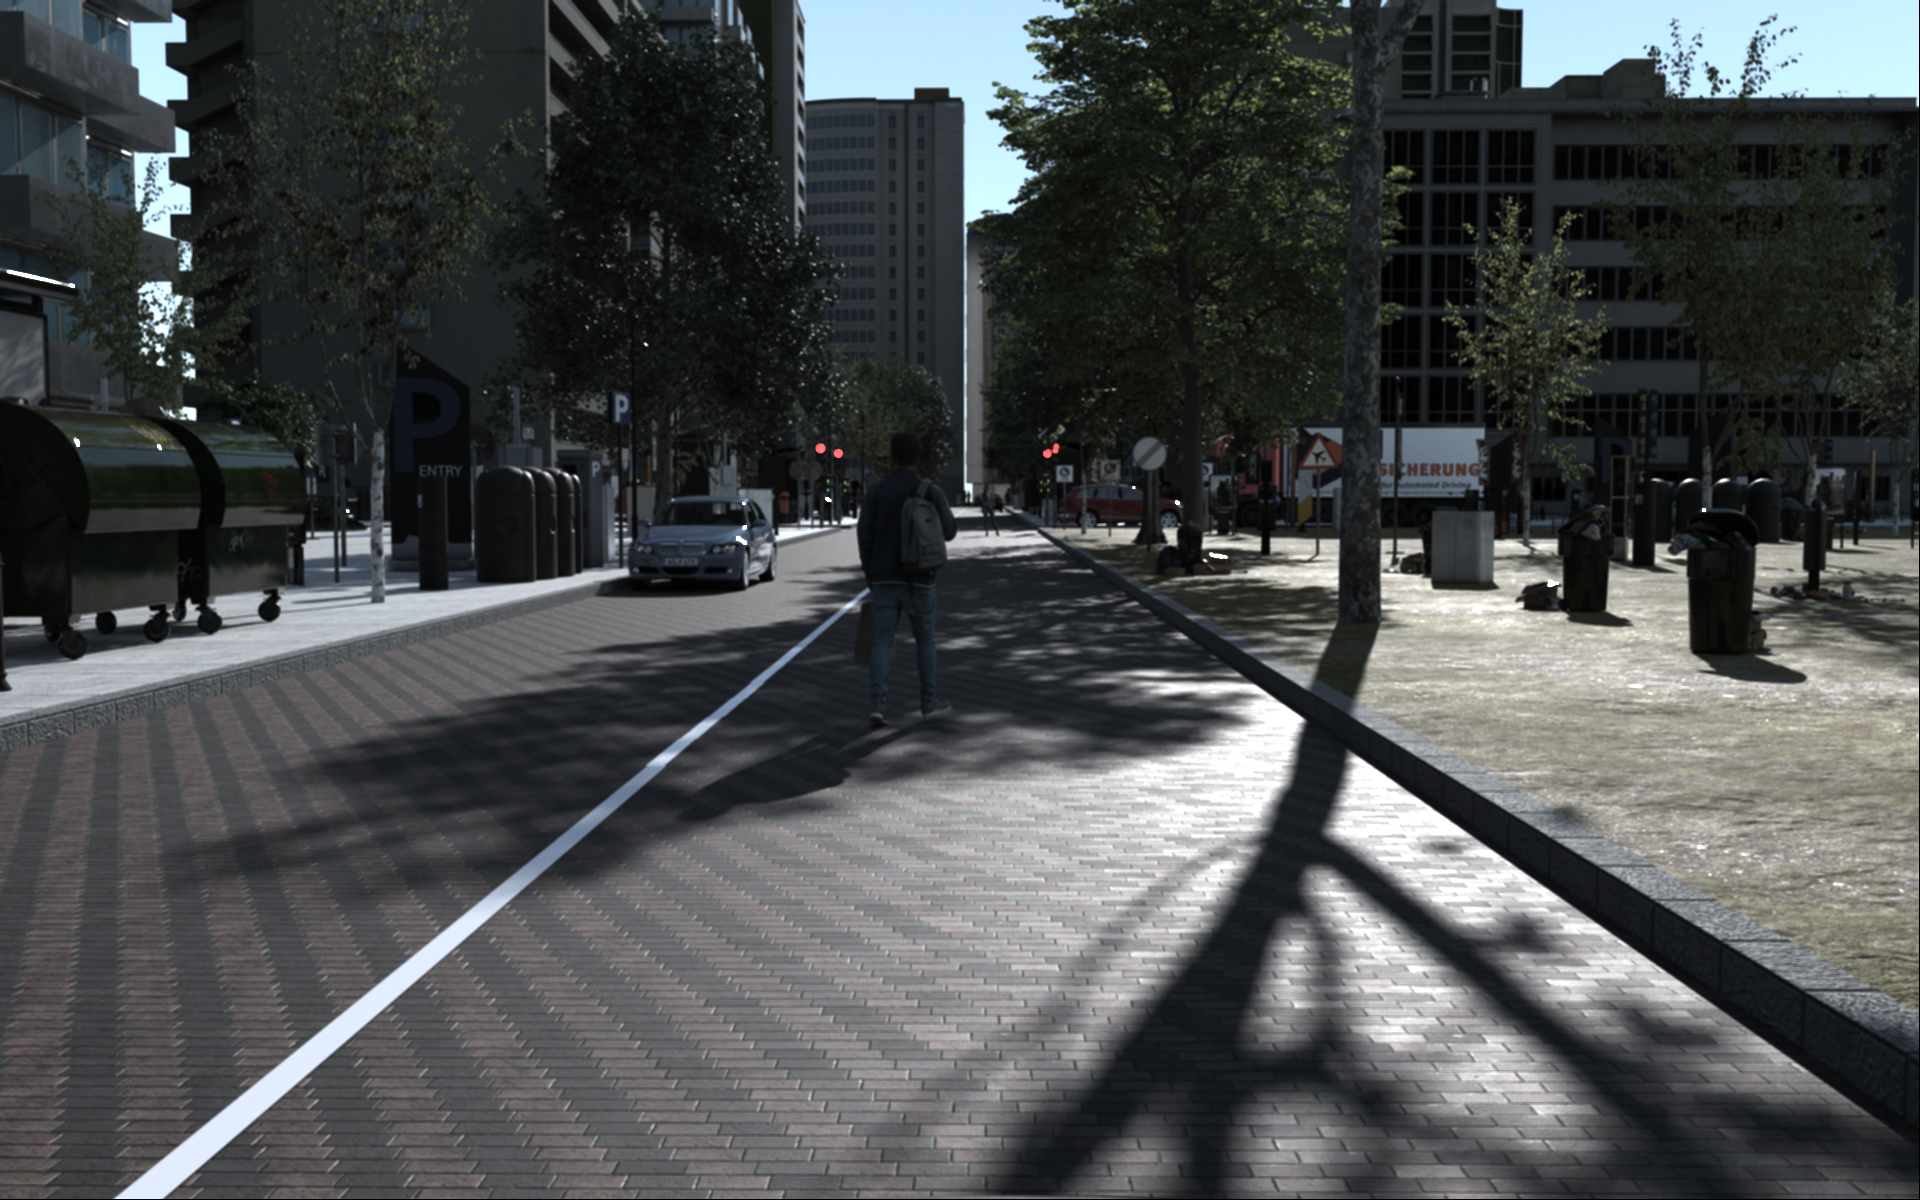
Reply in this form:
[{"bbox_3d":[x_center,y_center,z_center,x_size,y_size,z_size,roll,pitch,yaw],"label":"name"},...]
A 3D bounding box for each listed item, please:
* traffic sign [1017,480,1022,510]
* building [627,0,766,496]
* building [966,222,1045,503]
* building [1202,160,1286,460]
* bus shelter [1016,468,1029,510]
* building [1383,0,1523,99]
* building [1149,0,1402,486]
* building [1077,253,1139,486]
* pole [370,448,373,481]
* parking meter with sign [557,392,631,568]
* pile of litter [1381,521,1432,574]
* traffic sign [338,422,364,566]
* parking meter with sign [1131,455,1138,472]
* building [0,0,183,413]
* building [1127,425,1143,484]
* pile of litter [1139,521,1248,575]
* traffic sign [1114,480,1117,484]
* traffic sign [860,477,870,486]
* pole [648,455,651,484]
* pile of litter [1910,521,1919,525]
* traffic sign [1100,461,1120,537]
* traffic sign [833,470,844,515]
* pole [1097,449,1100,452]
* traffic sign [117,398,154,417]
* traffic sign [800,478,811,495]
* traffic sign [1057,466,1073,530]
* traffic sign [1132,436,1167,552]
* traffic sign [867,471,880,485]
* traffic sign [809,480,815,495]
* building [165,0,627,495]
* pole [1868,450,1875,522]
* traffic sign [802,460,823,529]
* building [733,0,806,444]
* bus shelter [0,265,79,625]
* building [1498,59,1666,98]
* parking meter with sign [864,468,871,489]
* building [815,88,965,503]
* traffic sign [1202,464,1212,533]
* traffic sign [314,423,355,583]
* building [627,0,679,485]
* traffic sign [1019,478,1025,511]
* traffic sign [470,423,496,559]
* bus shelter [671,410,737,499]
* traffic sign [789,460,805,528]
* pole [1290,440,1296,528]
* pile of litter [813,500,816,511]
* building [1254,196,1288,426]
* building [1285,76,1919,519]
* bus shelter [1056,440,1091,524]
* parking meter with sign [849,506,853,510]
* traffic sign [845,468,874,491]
[{"bbox_3d":[5.057,-8.640,141.363,0.768,2.556,0.104,0,4,4],"label":"traffic sign"},{"bbox_3d":[-30.496,-33.256,163.349,23.786,49.044,30.456,0,4,1],"label":"building"},{"bbox_3d":[7.825,-34.804,252.637,14.086,41.232,14.154,0,4,1],"label":"building"},{"bbox_3d":[26.278,-21.292,135.518,14.401,28.519,23.554,0,4,1],"label":"building"},{"bbox_3d":[5.485,-8.770,137.315,2.014,3.302,5.546,0,4,1],"label":"bus shelter"},{"bbox_3d":[70.790,-49.841,253.145,20.611,71.187,20.563,0,4,1],"label":"building"},{"bbox_3d":[29.611,-33.264,167.570,21.300,48.544,21.600,0,4,1],"label":"building"},{"bbox_3d":[26.966,-34.773,260.414,23.993,40.220,32.217,0,4,1],"label":"building"},{"bbox_3d":[-25.868,-5.049,76.395,0.158,3.312,0.155,0,3,0],"label":"pole"},{"bbox_3d":[-6.609,-2.073,30.152,1.738,3.016,0.543,2,4,23],"label":"parking meter with sign"},{"bbox_3d":[7.675,-0.868,28.158,1.719,0.858,1.176,2,4,28],"label":"pile of litter"},{"bbox_3d":[-10.927,-1.868,30.652,0.768,2.556,0.104,0,4,5],"label":"traffic sign"},{"bbox_3d":[8.122,-4.934,76.924,0.543,3.016,1.738,1,4,22],"label":"parking meter with sign"},{"bbox_3d":[-35.364,-25.528,36.990,30.456,49.044,23.786,0,4,1],"label":"building"},{"bbox_3d":[33.826,-21.385,194.686,27.650,21.520,28.899,0,4,1],"label":"building"},{"bbox_3d":[3.867,-0.851,27.872,1.719,0.858,1.176,-1,4,-10],"label":"pile of litter"},{"bbox_3d":[9.323,-6.547,107.154,0.768,2.556,0.104,1,4,10],"label":"traffic sign"},{"bbox_3d":[-7.000,-7.815,127.880,0.768,2.556,0.104,0,4,3],"label":"traffic sign"},{"bbox_3d":[-16.260,-5.923,90.687,0.158,3.312,0.155,0,3,0],"label":"pole"},{"bbox_3d":[40.221,-3.566,72.262,1.719,0.858,1.176,-2,4,-29],"label":"pile of litter"},{"bbox_3d":[4.493,-3.043,51.875,0.606,2.300,0.079,1,4,9],"label":"traffic sign"},{"bbox_3d":[-6.351,-5.444,89.109,0.768,2.556,0.104,0,4,5],"label":"traffic sign"},{"bbox_3d":[6.168,-5.137,77.832,0.158,3.312,0.155,0,3,0],"label":"pole"},{"bbox_3d":[-10.890,-1.402,23.031,0.768,2.556,0.104,0,4,7],"label":"traffic sign"},{"bbox_3d":[-8.670,-5.886,96.335,0.768,2.556,0.104,0,4,7],"label":"traffic sign"},{"bbox_3d":[3.719,-3.642,61.680,0.606,2.300,0.079,0,4,1],"label":"traffic sign"},{"bbox_3d":[4.182,-2.332,38.240,0.768,2.556,0.104,1,4,9],"label":"traffic sign"},{"bbox_3d":[-4.906,-6.063,99.137,0.884,2.594,0.081,1,4,10],"label":"traffic sign"},{"bbox_3d":[-8.542,-5.906,98.684,0.606,2.300,0.079,0,4,2],"label":"traffic sign"},{"bbox_3d":[-31.770,-29.092,99.357,21.300,48.544,21.600,0,4,1],"label":"building"},{"bbox_3d":[41.907,-5.245,79.605,0.158,3.312,0.155,0,3,0],"label":"pole"},{"bbox_3d":[-5.484,-3.925,64.278,0.768,2.556,0.104,0,4,6],"label":"traffic sign"},{"bbox_3d":[-32.141,-40.177,198.887,28.212,58.520,21.231,0,4,1],"label":"building"},{"bbox_3d":[-9.782,-2.141,12.644,2.179,5.291,8.768,0,4,1],"label":"bus shelter"},{"bbox_3d":[69.942,-35.127,198.032,21.600,48.544,21.300,0,4,1],"label":"building"},{"bbox_3d":[-5.936,-7.422,117.612,0.543,3.016,1.738,1,4,21],"label":"parking meter with sign"},{"bbox_3d":[-13.392,-43.578,254.499,28.212,58.520,21.231,0,4,1],"label":"building"},{"bbox_3d":[7.983,-3.346,56.837,0.606,2.300,0.079,1,4,10],"label":"traffic sign"},{"bbox_3d":[-9.016,-1.399,25.004,0.606,2.300,0.079,0,4,6],"label":"traffic sign"},{"bbox_3d":[-34.704,-26.871,131.227,32.217,40.220,23.993,0,4,1],"label":"building"},{"bbox_3d":[4.816,-7.878,128.814,0.884,2.594,0.081,0,4,8],"label":"traffic sign"},{"bbox_3d":[-8.748,-1.905,31.246,0.768,2.556,0.104,0,4,1],"label":"traffic sign"},{"bbox_3d":[-9.343,-5.110,61.180,2.179,5.291,8.768,0,4,1],"label":"bus shelter"},{"bbox_3d":[-6.023,-3.953,64.739,0.768,2.556,0.104,0,4,5],"label":"traffic sign"},{"bbox_3d":[12.549,-4.368,65.255,0.158,3.312,0.155,0,3,0],"label":"pole"},{"bbox_3d":[-11.053,-7.131,130.551,1.719,0.858,1.176,3,4,39],"label":"pile of litter"},{"bbox_3d":[25.285,-16.524,111.971,13.314,21.916,24.055,0,4,1],"label":"building"},{"bbox_3d":[33.555,-16.709,92.262,30.058,24.678,14.314,0,4,1],"label":"building"},{"bbox_3d":[4.893,-5.292,77.805,1.731,3.624,6.357,0,4,1],"label":"bus shelter"},{"bbox_3d":[-8.823,-8.561,136.238,0.543,3.016,1.738,-2,4,-35],"label":"parking meter with sign"},{"bbox_3d":[-7.788,-8.544,133.570,2.265,3.308,0.079,0,4,2],"label":"traffic sign"}]
